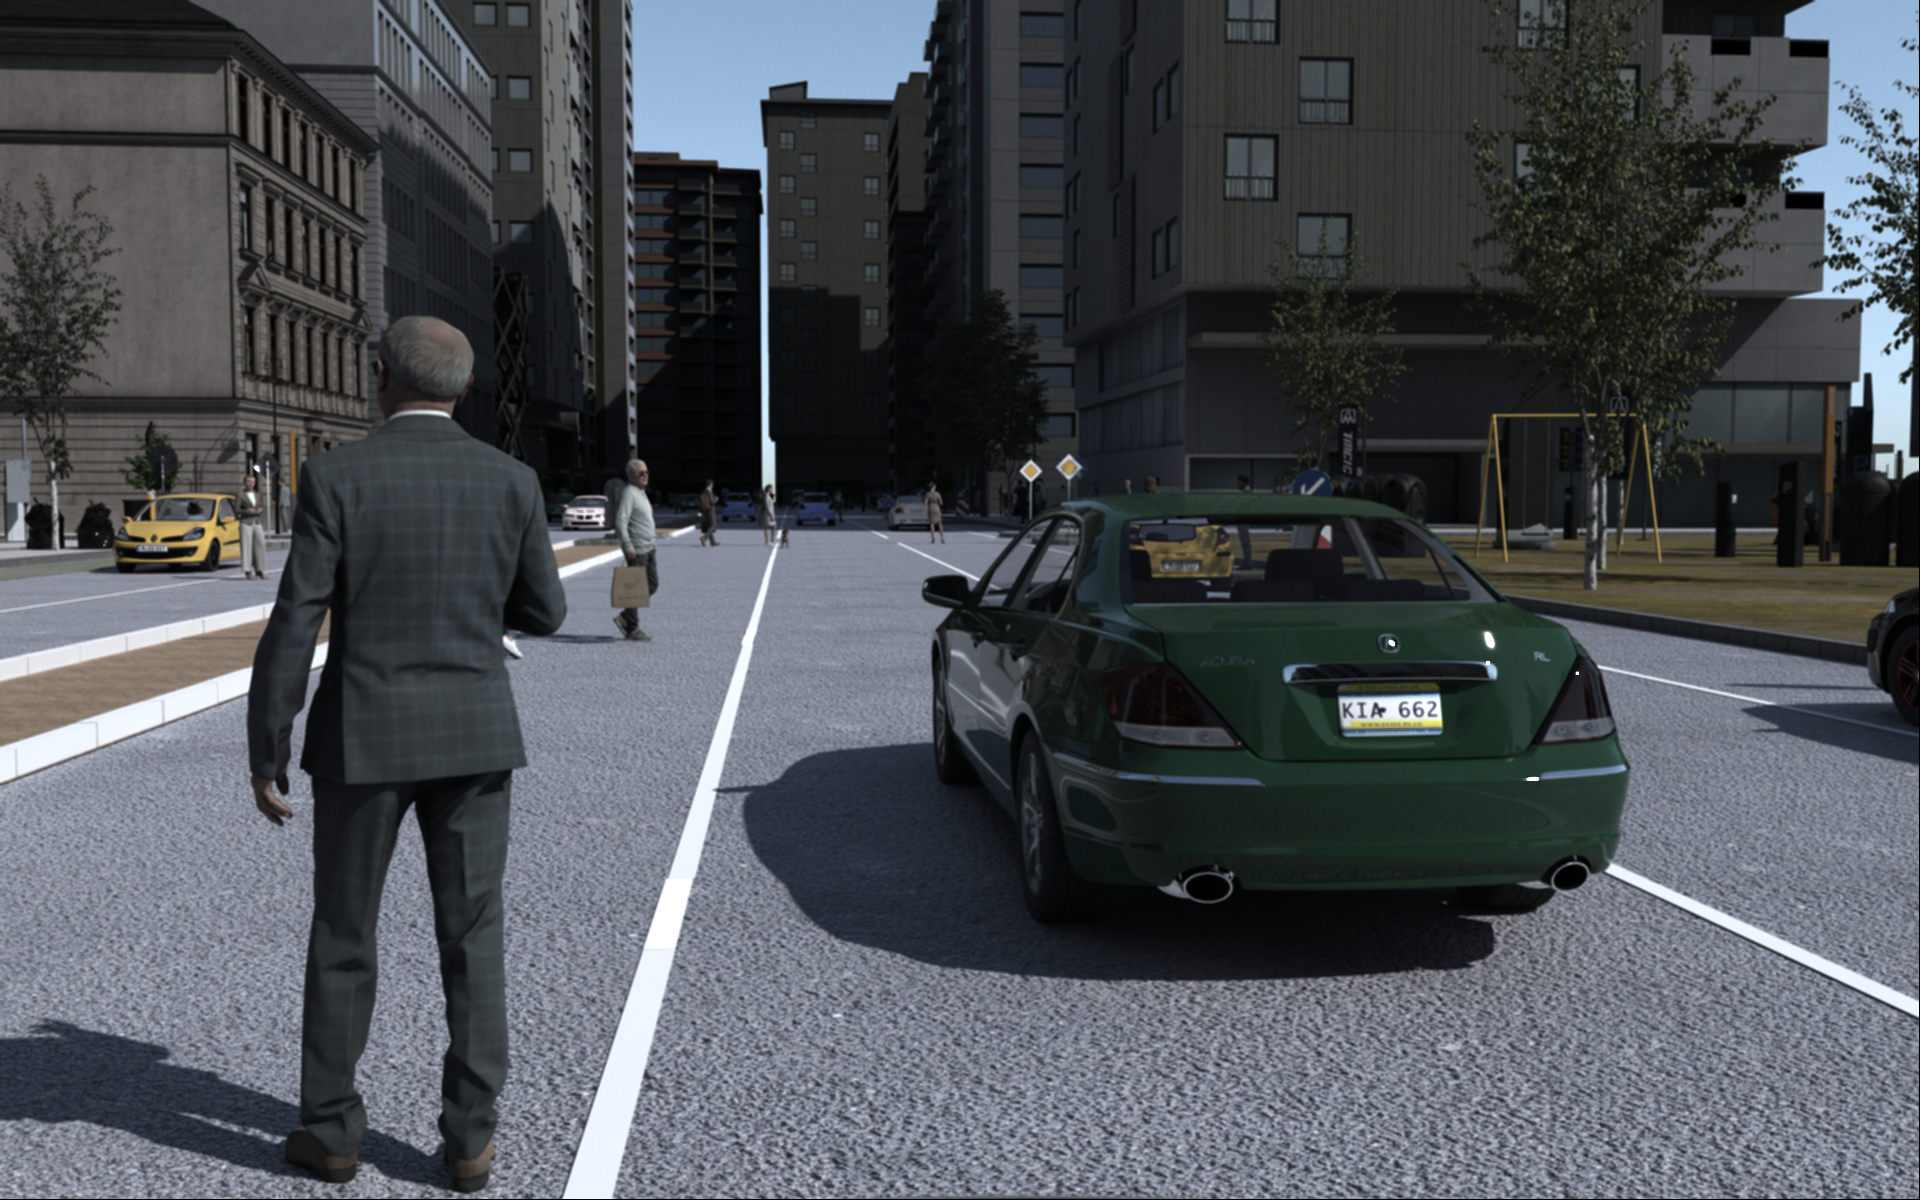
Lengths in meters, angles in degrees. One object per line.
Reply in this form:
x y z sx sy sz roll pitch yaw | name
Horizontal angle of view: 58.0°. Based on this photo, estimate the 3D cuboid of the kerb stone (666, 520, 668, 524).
-14.059 -3.655 81.975 0.120 0.150 1.000 0 4 -6 | kerb stone

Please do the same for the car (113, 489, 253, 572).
-14.679 -1.391 32.970 2.015 1.641 3.980 0 4 -6 | car

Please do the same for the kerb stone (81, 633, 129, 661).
-7.554 0.430 15.159 0.120 0.150 1.000 0 4 -6 | kerb stone

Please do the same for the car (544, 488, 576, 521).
-20.778 -4.983 90.261 1.959 1.807 4.718 0 4 -7 | car

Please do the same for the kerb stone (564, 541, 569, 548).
-10.539 -1.434 45.778 0.120 0.150 1.000 0 4 -6 | kerb stone

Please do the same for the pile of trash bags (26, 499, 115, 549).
-21.601 -1.893 40.696 3.447 1.369 1.912 -1 4 -10 | pile of trash bags

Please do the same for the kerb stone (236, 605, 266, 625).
-7.951 0.181 19.230 0.120 0.150 1.000 0 4 -6 | kerb stone

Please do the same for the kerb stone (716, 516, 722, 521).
-13.373 -4.544 96.486 0.120 0.150 1.000 0 4 -6 | kerb stone

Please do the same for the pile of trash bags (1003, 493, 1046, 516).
3.762 -5.540 100.328 1.912 1.369 3.447 3 5 43 | pile of trash bags

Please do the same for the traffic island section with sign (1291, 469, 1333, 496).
5.322 -1.173 27.810 1.989 1.847 2.006 0 4 -6 | traffic island section with sign

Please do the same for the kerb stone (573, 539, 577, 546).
-10.731 -1.566 47.817 0.120 0.150 1.000 0 4 -6 | kerb stone

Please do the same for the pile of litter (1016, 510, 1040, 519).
3.734 -4.655 90.070 1.719 0.858 1.176 2 4 23 | pile of litter

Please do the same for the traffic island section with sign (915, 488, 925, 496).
-2.689 -6.199 109.988 1.989 1.847 2.006 0 4 -6 | traffic island section with sign

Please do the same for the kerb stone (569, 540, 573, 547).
-10.639 -1.505 46.795 0.120 0.150 1.000 0 4 -6 | kerb stone

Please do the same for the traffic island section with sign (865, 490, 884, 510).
-7.477 -9.202 159.087 1.989 1.847 2.006 0 4 -6 | traffic island section with sign

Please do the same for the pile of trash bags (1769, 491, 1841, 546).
21.155 -2.038 43.070 3.447 1.369 1.912 -3 4 -39 | pile of trash bags

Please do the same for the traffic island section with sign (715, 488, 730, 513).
-17.789 -7.514 130.996 2.006 1.907 1.989 0 4 -6 | traffic island section with sign

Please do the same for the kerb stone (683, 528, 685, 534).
-9.983 -2.420 61.763 0.120 0.150 1.000 0 4 -6 | kerb stone

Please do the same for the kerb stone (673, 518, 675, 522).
-14.560 -3.969 87.086 0.120 0.150 1.000 0 4 -6 | kerb stone

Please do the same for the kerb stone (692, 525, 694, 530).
-10.477 -2.733 66.887 0.120 0.150 1.000 0 4 -6 | kerb stone

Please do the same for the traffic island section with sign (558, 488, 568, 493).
-24.527 -6.022 107.088 1.989 1.847 2.006 0 4 -6 | traffic island section with sign

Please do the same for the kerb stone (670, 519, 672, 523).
-14.360 -3.843 85.034 0.120 0.150 1.000 0 4 -6 | kerb stone

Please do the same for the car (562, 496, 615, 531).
-14.701 -3.465 69.022 2.083 1.381 4.827 0 4 -6 | car

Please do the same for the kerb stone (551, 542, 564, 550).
-10.433 -1.370 44.760 0.120 0.150 1.000 0 4 -6 | kerb stone

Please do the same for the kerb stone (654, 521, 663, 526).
-13.765 -3.468 78.915 0.120 0.150 1.000 0 4 -6 | kerb stone

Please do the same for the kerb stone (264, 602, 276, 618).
-8.042 0.118 20.264 0.120 0.150 1.000 0 4 -6 | kerb stone

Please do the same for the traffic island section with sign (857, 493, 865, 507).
-10.093 -10.843 185.916 1.989 1.847 2.006 0 4 -6 | traffic island section with sign

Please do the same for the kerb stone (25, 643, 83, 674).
-7.443 0.493 14.131 0.120 0.150 1.000 0 4 -6 | kerb stone

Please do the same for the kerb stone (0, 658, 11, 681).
-7.342 0.557 13.112 0.120 0.150 1.000 0 4 -6 | kerb stone

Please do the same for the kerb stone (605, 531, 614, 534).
-11.680 -2.159 57.497 0.120 0.150 1.000 0 4 -6 | kerb stone

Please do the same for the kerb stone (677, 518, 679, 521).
-14.866 -4.155 90.147 0.120 0.150 1.000 0 4 -6 | kerb stone

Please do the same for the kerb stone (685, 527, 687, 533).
-10.081 -2.482 62.780 0.120 0.150 1.000 0 4 -6 | kerb stone

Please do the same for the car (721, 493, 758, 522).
-11.604 -4.981 91.034 1.945 1.707 3.694 0 4 -5 | car

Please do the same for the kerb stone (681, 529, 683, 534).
-9.887 -2.358 60.745 0.120 0.150 1.000 0 4 -6 | kerb stone

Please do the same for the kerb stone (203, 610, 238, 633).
-7.840 0.244 18.214 0.120 0.150 1.000 0 4 -6 | kerb stone

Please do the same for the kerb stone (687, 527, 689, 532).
-10.182 -2.538 63.810 0.120 0.150 1.000 0 4 -6 | kerb stone

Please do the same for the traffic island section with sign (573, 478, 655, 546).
-9.778 -2.489 48.838 2.006 1.907 1.989 0 4 -6 | traffic island section with sign

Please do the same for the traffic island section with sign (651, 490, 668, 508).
-32.011 -10.713 183.789 1.989 1.847 2.006 0 4 -6 | traffic island section with sign

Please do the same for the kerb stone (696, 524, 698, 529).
-10.783 -2.920 69.941 0.120 0.150 1.000 0 4 -6 | kerb stone

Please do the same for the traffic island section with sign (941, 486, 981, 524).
-0.073 -4.559 83.159 1.989 1.847 2.006 0 4 -6 | traffic island section with sign

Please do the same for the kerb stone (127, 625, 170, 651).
-7.649 0.368 16.177 0.120 0.150 1.000 0 4 -6 | kerb stone

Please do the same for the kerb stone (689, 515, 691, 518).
-15.849 -4.780 100.344 0.120 0.150 1.000 0 4 -6 | kerb stone

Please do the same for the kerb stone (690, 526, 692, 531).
-10.382 -2.669 65.859 0.120 0.150 1.000 0 4 -6 | kerb stone

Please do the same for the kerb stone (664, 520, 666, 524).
-13.965 -3.594 80.954 0.120 0.150 1.000 0 4 -6 | kerb stone

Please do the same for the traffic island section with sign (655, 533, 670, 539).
-10.487 -2.940 56.211 2.006 1.907 1.989 0 4 -6 | traffic island section with sign

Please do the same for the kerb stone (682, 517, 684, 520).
-15.262 -4.397 94.227 0.120 0.150 1.000 0 4 -6 | kerb stone

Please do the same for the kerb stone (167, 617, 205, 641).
-7.752 0.306 17.196 0.120 0.150 1.000 0 4 -6 | kerb stone
